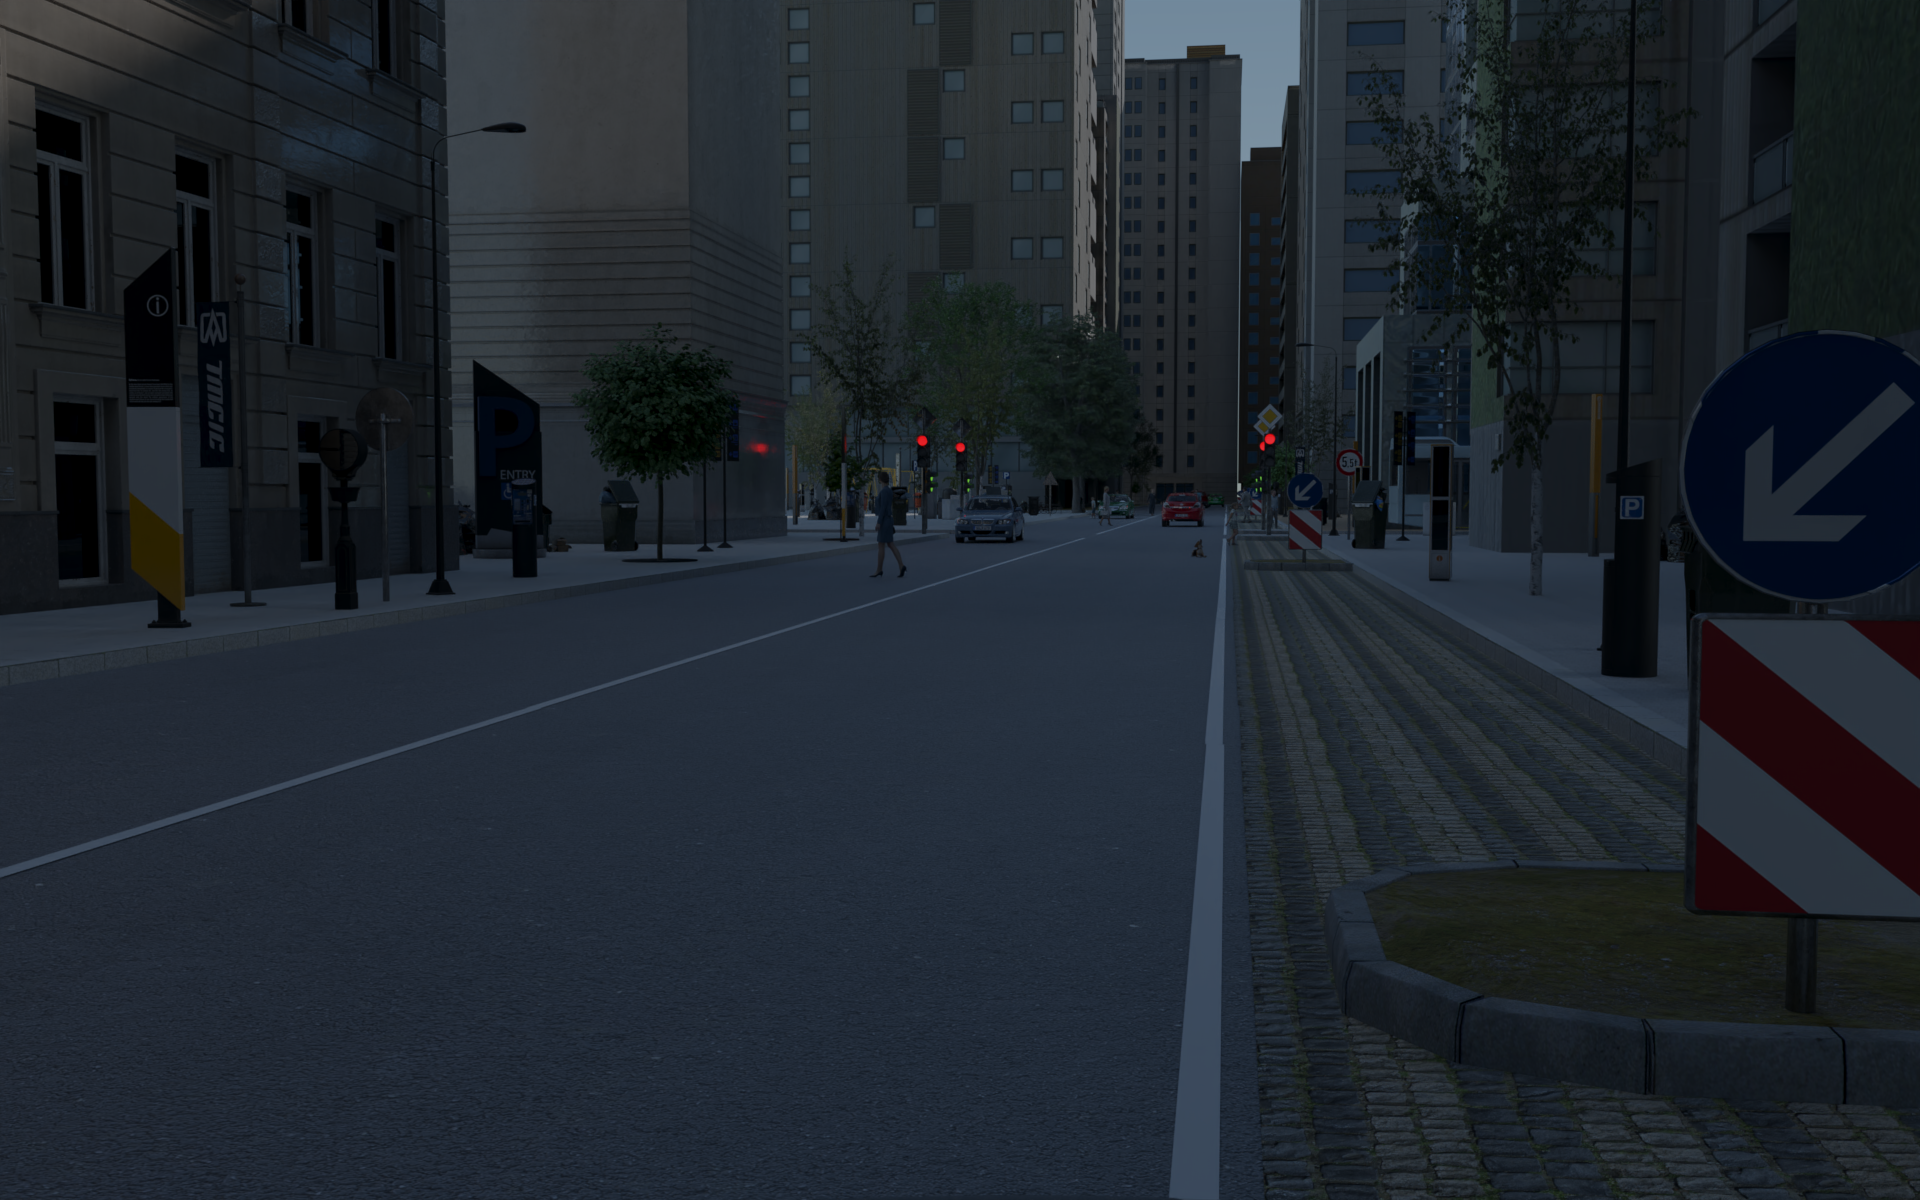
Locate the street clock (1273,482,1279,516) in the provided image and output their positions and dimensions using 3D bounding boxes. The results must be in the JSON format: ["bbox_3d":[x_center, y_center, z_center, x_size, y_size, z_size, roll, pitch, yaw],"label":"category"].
[{"bbox_3d":[18.662,-5.981,102.363,0.358,2.002,0.471,-1,4,-11],"label":"street clock"}]

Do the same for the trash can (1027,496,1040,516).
[{"bbox_3d":[4.402,-5.618,103.511,0.748,1.137,0.748,0,3,0],"label":"trash can"}]

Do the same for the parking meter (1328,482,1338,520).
[{"bbox_3d":[18.564,-4.925,86.230,0.399,1.863,0.255,3,4,38],"label":"parking meter"}]

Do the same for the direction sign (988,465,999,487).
[{"bbox_3d":[2.594,-8.744,134.959,0.876,3.537,0.379,2,4,23],"label":"direction sign"}]

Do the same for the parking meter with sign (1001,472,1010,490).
[{"bbox_3d":[3.502,-8.601,136.879,0.543,3.016,1.738,1,4,13],"label":"parking meter with sign"}]

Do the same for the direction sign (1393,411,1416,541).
[{"bbox_3d":[12.164,-3.392,47.460,0.876,3.537,0.379,-3,4,-36],"label":"direction sign"}]

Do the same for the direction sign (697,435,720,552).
[{"bbox_3d":[-5.688,-2.848,38.570,0.379,3.537,0.876,-1,4,-20],"label":"direction sign"}]

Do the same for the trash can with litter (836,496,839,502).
[{"bbox_3d":[-8.536,-7.056,126.424,2.233,1.210,1.678,2,4,25],"label":"trash can with litter"}]

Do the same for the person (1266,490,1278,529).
[{"bbox_3d":[12.297,-3.528,67.990,0.589,1.601,0.330,-1,4,-22],"label":"person"}]

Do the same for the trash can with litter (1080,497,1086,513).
[{"bbox_3d":[8.144,-6.529,118.138,0.624,1.170,1.055,2,4,29],"label":"trash can with litter"}]

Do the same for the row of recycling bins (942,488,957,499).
[{"bbox_3d":[-0.754,-6.784,118.033,1.069,1.692,3.534,0,4,-3],"label":"row of recycling bins"}]

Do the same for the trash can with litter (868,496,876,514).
[{"bbox_3d":[-5.448,-6.241,113.429,0.624,1.170,1.055,3,5,45],"label":"trash can with litter"}]

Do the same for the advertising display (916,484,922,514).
[{"bbox_3d":[-2.517,-6.688,114.558,0.123,1.923,0.974,3,5,45],"label":"advertising display"}]

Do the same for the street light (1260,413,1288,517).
[{"bbox_3d":[17.580,-7.568,96.284,1.470,5.913,1.316,1,4,9],"label":"street light"}]

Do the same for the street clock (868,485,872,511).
[{"bbox_3d":[-6.932,-7.901,133.749,0.358,2.002,0.471,0,4,-6],"label":"street clock"}]

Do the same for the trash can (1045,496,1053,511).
[{"bbox_3d":[6.739,-7.320,131.332,0.748,1.137,0.748,0,3,0],"label":"trash can"}]

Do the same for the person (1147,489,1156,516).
[{"bbox_3d":[12.642,-6.434,114.125,0.576,1.772,0.534,-1,4,-18],"label":"person"}]

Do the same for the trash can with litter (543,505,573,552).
[{"bbox_3d":[-9.162,-1.648,38.335,0.624,1.170,1.055,3,5,41],"label":"trash can with litter"}]

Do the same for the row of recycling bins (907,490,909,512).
[{"bbox_3d":[-4.109,-6.945,120.663,1.069,1.692,3.534,0,4,3],"label":"row of recycling bins"}]

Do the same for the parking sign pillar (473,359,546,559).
[{"bbox_3d":[-9.091,-2.837,34.853,1.447,3.967,1.447,-1,4,-20],"label":"parking sign pillar"}]

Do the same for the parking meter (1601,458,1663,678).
[{"bbox_3d":[4.738,-0.233,12.219,0.372,1.533,0.369,0,3,0],"label":"parking meter"}]

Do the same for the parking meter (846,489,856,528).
[{"bbox_3d":[-4.093,-3.460,64.986,0.372,1.533,0.369,0,3,0],"label":"parking meter"}]

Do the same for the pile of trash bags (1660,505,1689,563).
[{"bbox_3d":[14.681,-1.444,33.356,3.447,1.369,1.912,-1,4,-13],"label":"pile of trash bags"}]

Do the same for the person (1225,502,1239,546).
[{"bbox_3d":[7.588,-2.125,48.259,0.382,1.210,0.505,1,4,14],"label":"person"}]

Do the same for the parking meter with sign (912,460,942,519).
[{"bbox_3d":[-1.565,-5.693,89.347,1.738,3.016,0.543,1,4,19],"label":"parking meter with sign"}]

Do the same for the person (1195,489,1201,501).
[{"bbox_3d":[18.127,-7.541,131.813,0.660,1.820,0.620,3,4,38],"label":"person"}]

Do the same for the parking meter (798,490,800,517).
[{"bbox_3d":[-9.025,-5.341,95.728,0.372,1.533,0.369,0,3,0],"label":"parking meter"}]

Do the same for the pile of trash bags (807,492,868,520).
[{"bbox_3d":[-5.866,-4.675,86.184,1.912,1.369,3.447,3,5,41],"label":"pile of trash bags"}]

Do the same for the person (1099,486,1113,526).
[{"bbox_3d":[6.584,-4.246,78.279,0.624,1.780,0.694,1,4,19],"label":"person"}]

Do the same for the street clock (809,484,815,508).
[{"bbox_3d":[-11.698,-8.205,138.720,0.358,2.002,0.471,0,4,2],"label":"street clock"}]

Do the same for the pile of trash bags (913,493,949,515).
[{"bbox_3d":[-1.786,-5.922,106.571,1.912,1.369,3.447,2,4,33],"label":"pile of trash bags"}]

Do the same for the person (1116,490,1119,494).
[{"bbox_3d":[12.457,-7.802,136.402,0.599,1.781,0.374,0,4,8],"label":"person"}]

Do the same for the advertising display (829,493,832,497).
[{"bbox_3d":[-9.232,-7.216,123.190,0.123,1.923,0.974,-1,4,-8],"label":"advertising display"}]

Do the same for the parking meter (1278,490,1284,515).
[{"bbox_3d":[20.059,-6.101,108.163,0.372,1.533,0.369,0,3,0],"label":"parking meter"}]

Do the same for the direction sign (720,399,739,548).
[{"bbox_3d":[-5.602,-3.009,41.188,0.379,3.537,0.876,3,5,43],"label":"direction sign"}]

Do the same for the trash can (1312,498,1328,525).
[{"bbox_3d":[14.724,-3.625,70.914,0.748,1.137,0.748,0,3,0],"label":"trash can"}]

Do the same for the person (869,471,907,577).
[{"bbox_3d":[-1.246,-1.298,29.738,0.654,1.822,0.581,2,4,30],"label":"person"}]

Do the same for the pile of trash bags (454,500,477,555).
[{"bbox_3d":[-11.881,-1.677,37.168,3.447,1.369,1.912,1,4,23],"label":"pile of trash bags"}]

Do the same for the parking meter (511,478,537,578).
[{"bbox_3d":[-6.711,-1.117,26.678,0.372,1.533,0.369,0,3,0],"label":"parking meter"}]

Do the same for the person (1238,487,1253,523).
[{"bbox_3d":[14.001,-4.649,84.791,0.678,1.792,0.850,-3,5,-40],"label":"person"}]

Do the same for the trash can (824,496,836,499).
[{"bbox_3d":[-7.994,-5.816,106.747,0.748,1.137,0.748,0,3,0],"label":"trash can"}]

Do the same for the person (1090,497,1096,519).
[{"bbox_3d":[7.763,-5.370,100.980,0.332,1.250,0.352,-2,4,-27],"label":"person"}]

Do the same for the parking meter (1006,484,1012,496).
[{"bbox_3d":[2.914,-5.962,103.190,0.255,1.863,0.399,-2,4,-24],"label":"parking meter"}]

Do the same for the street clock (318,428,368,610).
[{"bbox_3d":[-6.828,-0.896,19.222,0.471,2.002,0.358,0,4,7],"label":"street clock"}]
